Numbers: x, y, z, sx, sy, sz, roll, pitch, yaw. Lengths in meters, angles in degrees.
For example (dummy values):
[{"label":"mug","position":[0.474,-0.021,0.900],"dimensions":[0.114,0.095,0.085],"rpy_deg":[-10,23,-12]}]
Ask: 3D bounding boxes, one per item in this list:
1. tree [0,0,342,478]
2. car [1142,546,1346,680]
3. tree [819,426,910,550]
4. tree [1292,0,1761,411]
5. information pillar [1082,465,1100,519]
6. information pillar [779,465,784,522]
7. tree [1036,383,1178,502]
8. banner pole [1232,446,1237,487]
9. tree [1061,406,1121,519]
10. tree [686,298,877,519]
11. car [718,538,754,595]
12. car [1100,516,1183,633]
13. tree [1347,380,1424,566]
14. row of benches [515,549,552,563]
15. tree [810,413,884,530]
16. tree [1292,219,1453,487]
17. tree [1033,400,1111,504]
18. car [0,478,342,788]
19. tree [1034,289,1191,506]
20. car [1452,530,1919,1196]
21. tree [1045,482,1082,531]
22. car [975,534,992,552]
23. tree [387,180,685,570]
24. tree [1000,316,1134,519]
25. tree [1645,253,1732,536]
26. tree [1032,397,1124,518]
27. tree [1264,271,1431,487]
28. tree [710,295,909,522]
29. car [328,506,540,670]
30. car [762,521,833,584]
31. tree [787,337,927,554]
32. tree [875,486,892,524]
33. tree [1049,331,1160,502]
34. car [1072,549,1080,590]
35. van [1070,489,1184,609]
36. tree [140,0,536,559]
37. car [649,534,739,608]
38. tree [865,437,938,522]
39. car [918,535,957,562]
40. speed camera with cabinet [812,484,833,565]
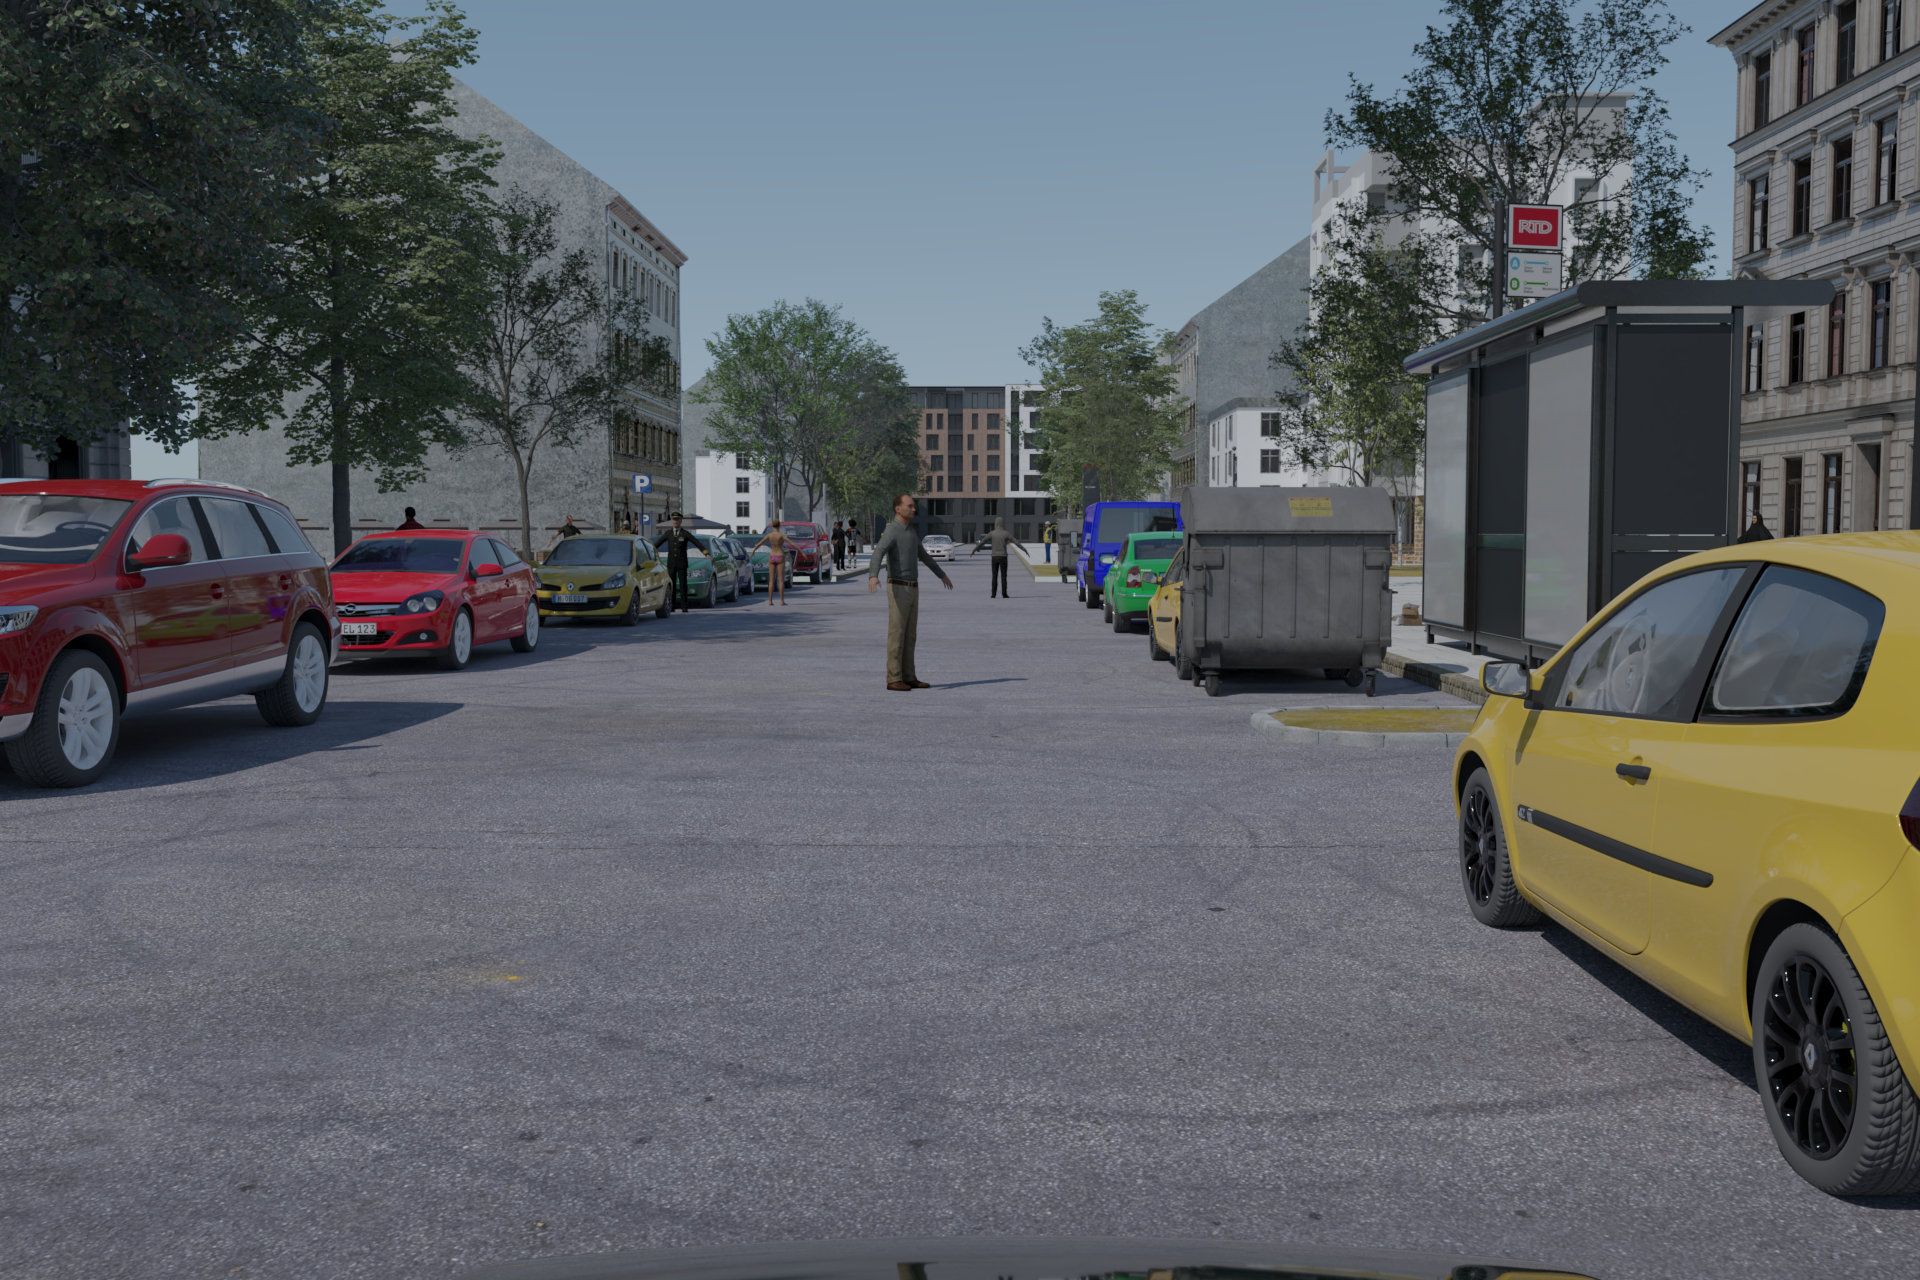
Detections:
[{"label":"tree","position":[-11.879,-6.984,20.849],"dimensions":[9.857,13.997,8.962],"rpy_deg":[0,3,0]},{"label":"car","position":[2.995,-0.502,18.437],"dimensions":[2.015,1.641,3.980],"rpy_deg":[0,4,0]},{"label":"tree","position":[-7.118,-12.377,136.775],"dimensions":[7.601,10.594,8.767],"rpy_deg":[3,5,41]},{"label":"tree","position":[8.796,-5.689,27.434],"dimensions":[7.601,10.594,8.767],"rpy_deg":[1,4,14]},{"label":"information pillar","position":[4.963,-4.655,65.493],"dimensions":[0.750,3.857,0.750],"rpy_deg":[0,4,1]},{"label":"information pillar","position":[-6.044,-4.115,58.643],"dimensions":[0.183,3.616,0.504],"rpy_deg":[0,4,2]},{"label":"tree","position":[8.463,-10.153,100.419],"dimensions":[8.767,10.594,7.601],"rpy_deg":[1,4,9]},{"label":"banner pole","position":[7.816,-3.624,49.263],"dimensions":[0.401,3.779,0.863],"rpy_deg":[0,4,1]},{"label":"tree","position":[7.419,-8.695,92.519],"dimensions":[4.737,8.622,4.395],"rpy_deg":[0,3,0]},{"label":"tree","position":[-7.802,-9.141,75.206],"dimensions":[9.928,11.665,9.643],"rpy_deg":[0,3,0]},{"label":"car","position":[-5.778,-1.652,39.596],"dimensions":[1.945,1.354,3.894],"rpy_deg":[0,4,2]},{"label":"car","position":[3.151,-1.079,26.440],"dimensions":[1.959,1.807,4.718],"rpy_deg":[0,4,2]},{"label":"tree","position":[17.848,-7.288,69.515],"dimensions":[4.360,8.622,3.978],"rpy_deg":[0,3,0]},{"label":"row of benches","position":[-18.107,-3.386,70.816],"dimensions":[4.104,0.672,1.422],"rpy_deg":[-3,5,-40]},{"label":"tree","position":[-6.714,-9.068,98.623],"dimensions":[4.737,8.622,4.395],"rpy_deg":[0,3,0]},{"label":"tree","position":[9.863,-5.583,41.644],"dimensions":[4.737,8.622,4.395],"rpy_deg":[0,3,0]},{"label":"tree","position":[8.069,-10.993,114.153],"dimensions":[7.601,10.594,8.767],"rpy_deg":[-3,5,-41]},{"label":"car","position":[-5.906,-0.172,11.481],"dimensions":[2.281,1.827,5.304],"rpy_deg":[0,4,2]},{"label":"tree","position":[7.072,-9.933,80.536],"dimensions":[7.486,12.596,7.792],"rpy_deg":[0,3,0]},{"label":"car","position":[2.718,0.310,5.163],"dimensions":[2.015,1.641,3.980],"rpy_deg":[0,4,1]},{"label":"tree","position":[8.850,-11.477,138.019],"dimensions":[4.737,8.622,4.395],"rpy_deg":[0,3,0]},{"label":"car","position":[2.184,-7.850,138.134],"dimensions":[2.009,1.686,4.222],"rpy_deg":[0,3,0]},{"label":"tree","position":[-11.229,-6.774,45.163],"dimensions":[8.767,10.594,7.601],"rpy_deg":[0,4,1]},{"label":"tree","position":[9.430,-17.948,149.337],"dimensions":[12.611,20.169,13.585],"rpy_deg":[0,3,0]},{"label":"tree","position":[28.144,-9.180,68.218],"dimensions":[7.486,12.596,7.792],"rpy_deg":[0,3,0]},{"label":"tree","position":[9.107,-12.386,128.274],"dimensions":[9.928,11.665,9.643],"rpy_deg":[0,3,0]},{"label":"tree","position":[14.089,-7.711,60.483],"dimensions":[7.601,10.594,8.767],"rpy_deg":[1,4,18]},{"label":"tree","position":[-7.512,-10.883,88.300],"dimensions":[12.009,13.543,11.850],"rpy_deg":[0,3,0]},{"label":"car","position":[-6.088,-0.643,19.551],"dimensions":[2.155,1.783,4.494],"rpy_deg":[0,4,1]},{"label":"car","position":[-4.929,-2.586,50.949],"dimensions":[2.281,1.827,5.304],"rpy_deg":[0,4,1]},{"label":"tree","position":[-6.686,-12.686,114.075],"dimensions":[9.857,13.997,8.962],"rpy_deg":[0,3,0]},{"label":"tree","position":[-6.134,-12.644,157.094],"dimensions":[4.360,8.622,3.978],"rpy_deg":[0,3,0]},{"label":"tree","position":[5.360,-6.873,62.731],"dimensions":[4.360,8.622,3.978],"rpy_deg":[0,3,0]},{"label":"car","position":[3.844,-2.058,43.442],"dimensions":[2.009,1.686,4.222],"rpy_deg":[0,4,1]},{"label":"van","position":[3.394,-1.865,34.881],"dimensions":[2.240,2.365,5.245],"rpy_deg":[0,4,1]},{"label":"tree","position":[-12.156,-7.055,33.481],"dimensions":[7.486,12.596,7.792],"rpy_deg":[0,3,0]},{"label":"car","position":[-5.636,-1.424,35.086],"dimensions":[2.131,1.459,4.920],"rpy_deg":[0,4,2]},{"label":"tree","position":[-5.916,-13.056,147.885],"dimensions":[8.767,10.594,7.601],"rpy_deg":[0,4,6]},{"label":"car","position":[-1.213,-4.843,91.547],"dimensions":[2.083,1.381,4.827],"rpy_deg":[0,4,1]},{"label":"speed camera with cabinet","position":[-5.460,-4.544,68.637],"dimensions":[0.660,3.252,2.038],"rpy_deg":[0,4,3]}]
